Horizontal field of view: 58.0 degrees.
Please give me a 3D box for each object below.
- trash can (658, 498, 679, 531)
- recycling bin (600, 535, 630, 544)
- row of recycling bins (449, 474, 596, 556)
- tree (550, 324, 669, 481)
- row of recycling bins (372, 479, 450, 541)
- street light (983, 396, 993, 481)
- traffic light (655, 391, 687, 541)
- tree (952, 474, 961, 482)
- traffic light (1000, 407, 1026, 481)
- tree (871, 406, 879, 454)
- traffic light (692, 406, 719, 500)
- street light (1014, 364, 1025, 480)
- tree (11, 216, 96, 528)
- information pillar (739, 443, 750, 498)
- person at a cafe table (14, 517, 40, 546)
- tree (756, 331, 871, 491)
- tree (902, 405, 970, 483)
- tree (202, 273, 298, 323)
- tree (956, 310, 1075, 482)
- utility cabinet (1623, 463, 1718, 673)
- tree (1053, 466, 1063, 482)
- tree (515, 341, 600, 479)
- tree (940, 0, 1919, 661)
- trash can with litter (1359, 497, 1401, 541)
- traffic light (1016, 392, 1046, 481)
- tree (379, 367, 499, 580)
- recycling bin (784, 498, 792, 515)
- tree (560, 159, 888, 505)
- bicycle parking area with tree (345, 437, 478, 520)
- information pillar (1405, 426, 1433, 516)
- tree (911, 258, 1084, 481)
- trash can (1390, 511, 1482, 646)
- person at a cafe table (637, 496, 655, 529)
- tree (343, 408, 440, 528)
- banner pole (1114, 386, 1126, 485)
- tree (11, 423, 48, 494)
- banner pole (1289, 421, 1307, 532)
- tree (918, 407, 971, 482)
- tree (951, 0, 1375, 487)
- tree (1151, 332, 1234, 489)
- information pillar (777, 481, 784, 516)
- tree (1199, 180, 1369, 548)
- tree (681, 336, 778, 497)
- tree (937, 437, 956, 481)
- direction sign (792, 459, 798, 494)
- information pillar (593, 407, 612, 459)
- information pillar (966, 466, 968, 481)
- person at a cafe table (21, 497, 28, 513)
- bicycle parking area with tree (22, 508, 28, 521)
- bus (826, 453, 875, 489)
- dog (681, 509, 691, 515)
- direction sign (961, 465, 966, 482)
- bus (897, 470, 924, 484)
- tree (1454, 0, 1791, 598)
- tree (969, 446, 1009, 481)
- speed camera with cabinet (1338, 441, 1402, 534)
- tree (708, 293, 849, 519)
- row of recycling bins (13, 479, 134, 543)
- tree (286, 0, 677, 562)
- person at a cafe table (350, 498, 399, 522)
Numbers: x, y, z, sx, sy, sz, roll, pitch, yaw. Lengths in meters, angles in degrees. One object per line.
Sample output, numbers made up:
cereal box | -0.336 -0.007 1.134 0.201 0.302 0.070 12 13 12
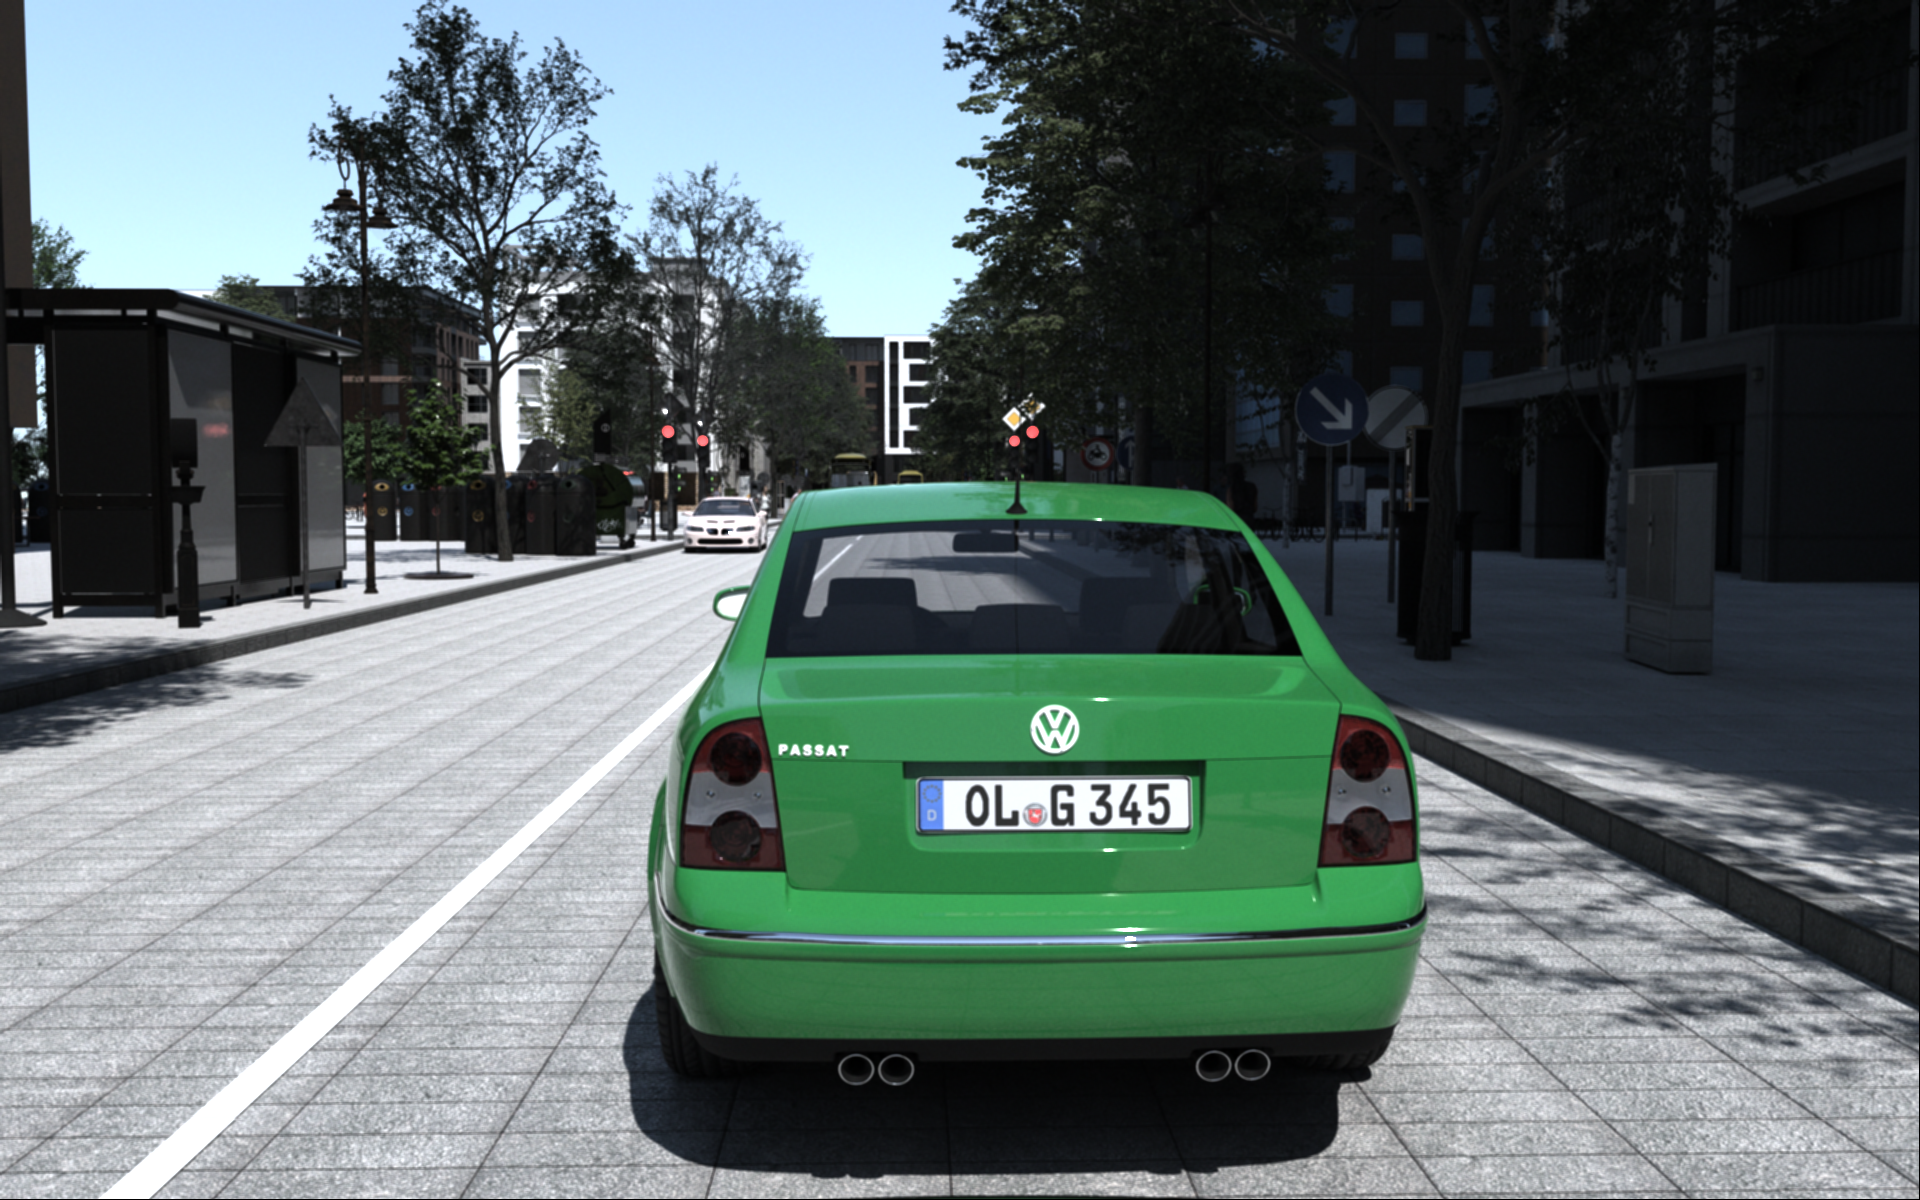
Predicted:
trash can | -10.144 -2.975 60.292 0.748 1.137 0.748 0 3 0
recycling bin | -8.983 -1.993 45.133 0.722 1.027 0.722 0 4 -7
row of recycling bins | -9.153 -1.820 36.862 3.534 1.692 1.069 2 4 31
tree | -24.703 -13.317 124.395 9.857 13.997 8.962 0 3 0
row of recycling bins | -14.551 -2.463 47.387 3.534 1.692 1.069 1 4 9
street light | 1.332 -6.650 81.517 0.468 5.910 1.993 0 4 -2
traffic light | -7.934 -3.581 47.477 0.839 4.253 0.868 0 4 -2
tree | -0.184 -10.287 162.794 1.663 3.219 1.824 0 3 0
traffic light | 1.721 -4.089 55.773 0.839 4.253 0.868 0 4 -2
tree | -12.910 -16.190 171.360 9.857 13.997 8.962 0 3 0
traffic light | -8.175 -4.070 55.458 0.839 4.253 0.868 0 4 -2
street light | 2.032 -5.163 57.208 0.468 5.910 1.993 0 4 -2
tree | -35.411 -8.471 64.253 9.928 11.665 9.643 0 3 0
information pillar | -9.889 -5.386 79.411 0.504 3.616 0.183 -1 4 -17
person at a cafe table | -23.503 -2.042 41.896 1.622 1.524 1.698 0 4 -1
tree | -12.209 -14.092 137.060 9.857 13.997 8.962 0 3 0
tree | -2.158 -17.799 208.029 9.611 12.733 9.660 0 3 0
tree | -36.672 -10.473 89.356 7.486 12.596 7.792 0 3 0
tree | 2.807 -7.182 67.790 4.737 8.622 4.395 0 3 0
utility cabinet | 5.217 -0.251 12.788 0.318 1.500 1.173 0 4 6
tree | 6.156 -6.570 102.015 1.663 3.219 1.824 0 3 0
tree | -18.934 -8.068 82.274 4.737 8.622 4.395 0 3 0
tree | 3.534 -4.795 12.812 8.767 10.594 7.601 1 4 20
trash can with litter | 12.300 -2.253 47.898 2.233 1.210 1.678 2 4 27
traffic light | 1.963 -3.601 47.791 0.839 4.253 0.868 0 4 -2
tree | -8.041 -1.936 26.251 1.663 3.219 1.824 0 3 0
recycling bin | -10.662 -5.701 105.760 0.722 1.027 0.722 1 4 17
tree | -9.687 -9.418 64.350 12.009 13.543 11.850 0 3 0
bicycle parking area with tree | -27.095 -6.200 88.365 8.231 4.147 9.016 2 4 29
information pillar | 4.996 -0.872 18.750 0.304 2.012 0.304 0 4 0
tree | 1.922 -11.242 90.467 9.857 13.997 8.962 0 3 0
trash can | 4.042 -0.189 14.747 0.748 1.137 0.748 0 3 0
person at a cafe table | -12.079 -3.377 63.728 1.622 1.524 1.698 -2 4 -30
tree | -22.482 -5.019 65.779 4.285 4.588 4.351 0 3 0
banner pole | 3.629 -3.028 39.529 0.401 3.779 0.863 -1 4 -15
tree | -67.006 -9.272 114.505 11.467 7.101 20.602 0 4 -7
banner pole | 11.221 -4.143 57.763 0.863 3.779 0.401 3 5 42
tree | -0.951 -16.596 197.097 9.928 11.665 9.643 0 3 0
tree | 3.459 -6.833 29.845 7.486 12.596 7.792 0 3 0
tree | 9.845 -7.737 76.870 4.737 8.622 4.395 0 3 0
information pillar | -10.350 -5.843 100.025 0.304 2.012 0.304 3 5 42
tree | 7.714 -5.542 40.977 4.360 8.622 3.978 0 3 0
tree | -10.234 -7.696 76.198 4.360 8.622 3.978 0 3 0
tree | 1.792 -9.758 109.907 4.737 8.622 4.395 0 3 0
direction sign | -10.644 -7.330 111.848 0.379 3.537 0.876 1 4 17
information pillar | -9.639 -3.393 46.824 0.504 3.616 0.183 0 4 -6
information pillar | 0.346 -8.353 127.920 0.504 3.616 0.183 -1 4 -21
person at a cafe table | -57.962 -5.814 105.922 1.698 1.238 1.726 2 4 35
bicycle parking area with tree | -47.913 -5.729 80.669 9.016 4.147 8.231 1 4 11
bus | -6.823 -7.146 108.380 2.896 3.916 12.252 0 4 -3
dog | -16.499 -5.307 104.503 0.748 0.427 0.550 3 5 41
direction sign | 0.258 -7.540 115.281 0.379 3.537 0.876 1 4 21
bus | -5.158 -11.547 180.339 2.896 3.916 12.252 0 4 -2
tree | 8.100 -4.344 21.391 4.360 8.622 3.978 0 3 0
tree | 1.974 -7.263 102.460 4.285 4.588 4.351 0 3 0
speed camera with cabinet | 13.266 -3.773 56.024 0.660 3.252 2.038 -3 5 -45
tree | -9.593 -10.018 89.552 9.928 11.665 9.643 0 3 0
row of recycling bins | -23.956 -2.389 46.178 3.534 1.692 1.069 -1 4 -17
tree | -9.004 -6.009 32.662 7.601 10.594 8.767 -1 4 -17
person at a cafe table | -27.458 -4.289 80.990 1.698 1.238 1.726 -2 4 -33
